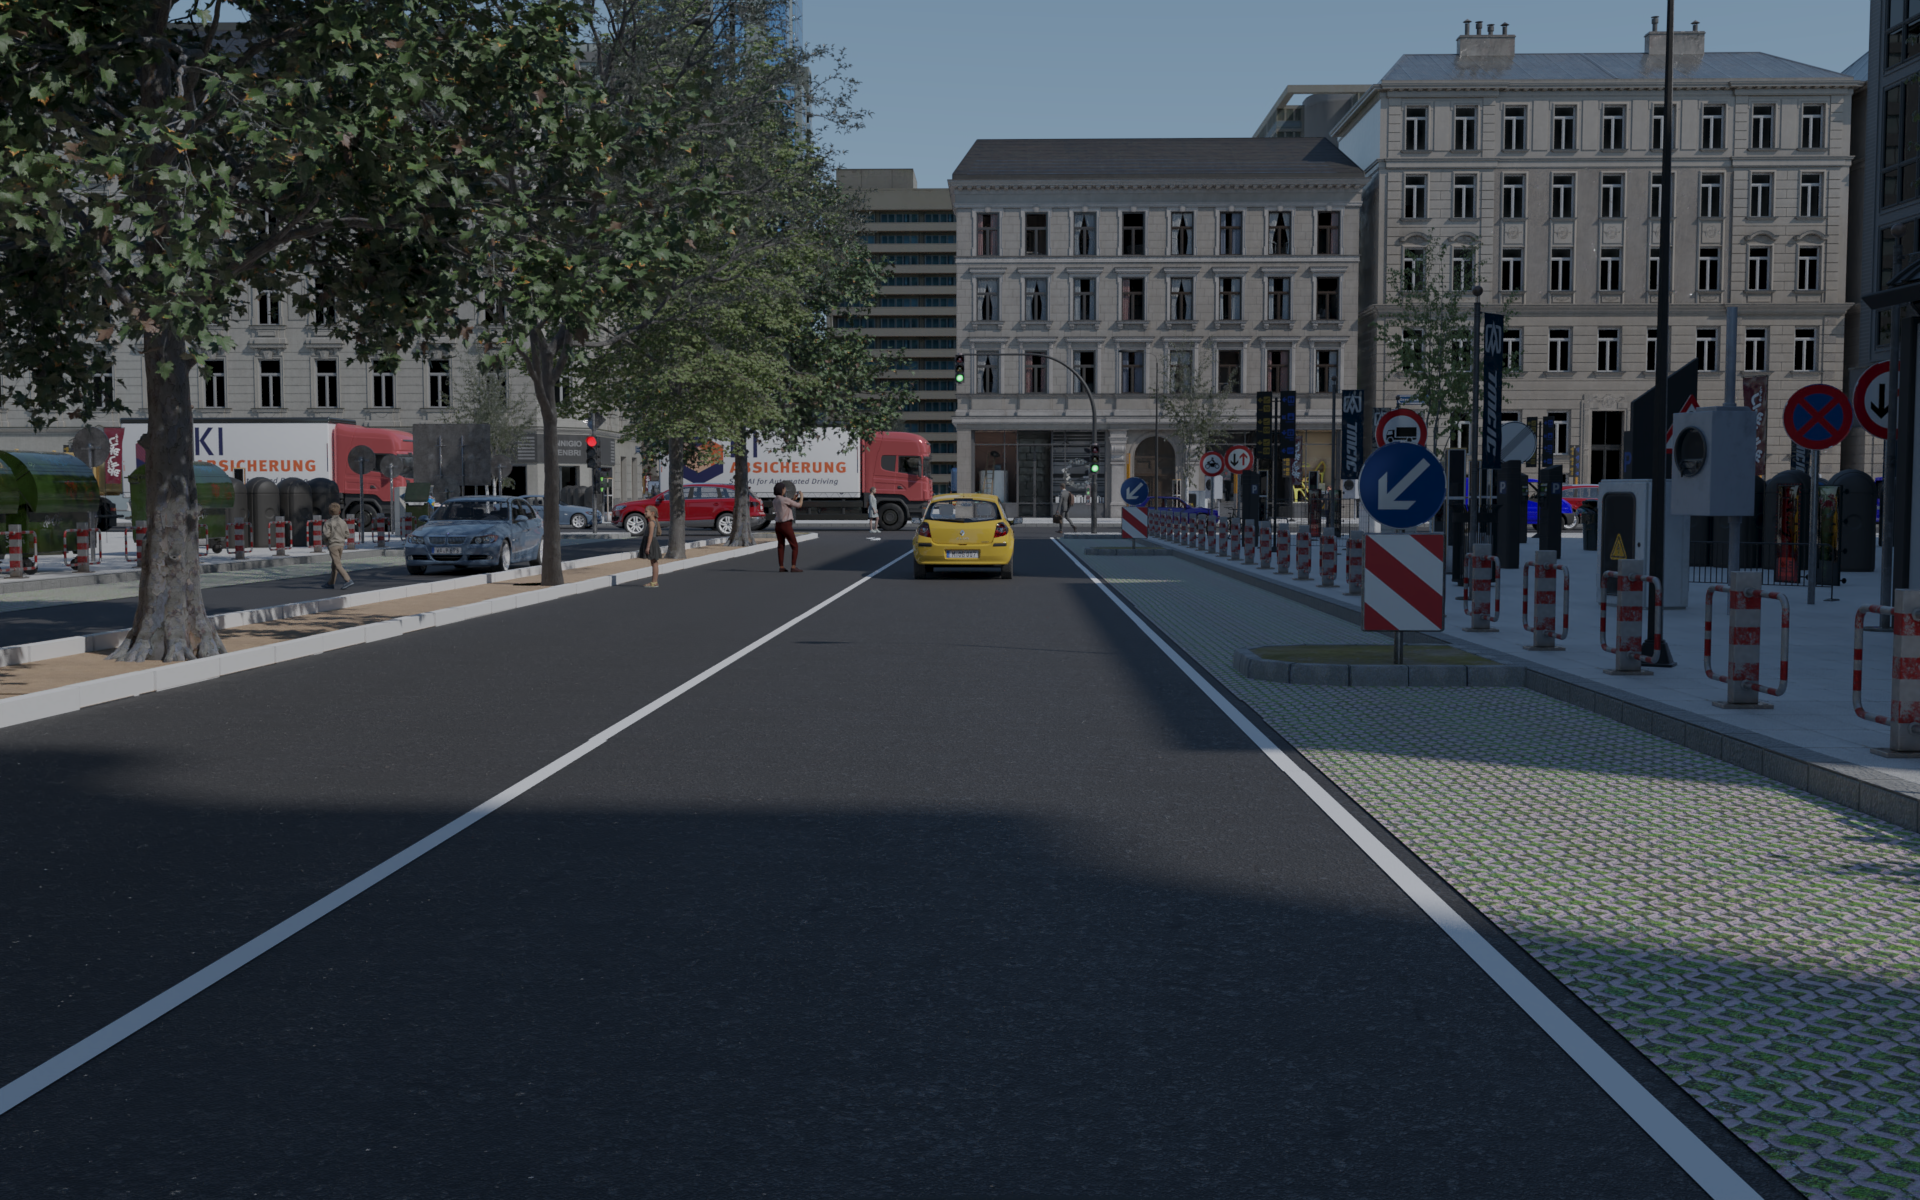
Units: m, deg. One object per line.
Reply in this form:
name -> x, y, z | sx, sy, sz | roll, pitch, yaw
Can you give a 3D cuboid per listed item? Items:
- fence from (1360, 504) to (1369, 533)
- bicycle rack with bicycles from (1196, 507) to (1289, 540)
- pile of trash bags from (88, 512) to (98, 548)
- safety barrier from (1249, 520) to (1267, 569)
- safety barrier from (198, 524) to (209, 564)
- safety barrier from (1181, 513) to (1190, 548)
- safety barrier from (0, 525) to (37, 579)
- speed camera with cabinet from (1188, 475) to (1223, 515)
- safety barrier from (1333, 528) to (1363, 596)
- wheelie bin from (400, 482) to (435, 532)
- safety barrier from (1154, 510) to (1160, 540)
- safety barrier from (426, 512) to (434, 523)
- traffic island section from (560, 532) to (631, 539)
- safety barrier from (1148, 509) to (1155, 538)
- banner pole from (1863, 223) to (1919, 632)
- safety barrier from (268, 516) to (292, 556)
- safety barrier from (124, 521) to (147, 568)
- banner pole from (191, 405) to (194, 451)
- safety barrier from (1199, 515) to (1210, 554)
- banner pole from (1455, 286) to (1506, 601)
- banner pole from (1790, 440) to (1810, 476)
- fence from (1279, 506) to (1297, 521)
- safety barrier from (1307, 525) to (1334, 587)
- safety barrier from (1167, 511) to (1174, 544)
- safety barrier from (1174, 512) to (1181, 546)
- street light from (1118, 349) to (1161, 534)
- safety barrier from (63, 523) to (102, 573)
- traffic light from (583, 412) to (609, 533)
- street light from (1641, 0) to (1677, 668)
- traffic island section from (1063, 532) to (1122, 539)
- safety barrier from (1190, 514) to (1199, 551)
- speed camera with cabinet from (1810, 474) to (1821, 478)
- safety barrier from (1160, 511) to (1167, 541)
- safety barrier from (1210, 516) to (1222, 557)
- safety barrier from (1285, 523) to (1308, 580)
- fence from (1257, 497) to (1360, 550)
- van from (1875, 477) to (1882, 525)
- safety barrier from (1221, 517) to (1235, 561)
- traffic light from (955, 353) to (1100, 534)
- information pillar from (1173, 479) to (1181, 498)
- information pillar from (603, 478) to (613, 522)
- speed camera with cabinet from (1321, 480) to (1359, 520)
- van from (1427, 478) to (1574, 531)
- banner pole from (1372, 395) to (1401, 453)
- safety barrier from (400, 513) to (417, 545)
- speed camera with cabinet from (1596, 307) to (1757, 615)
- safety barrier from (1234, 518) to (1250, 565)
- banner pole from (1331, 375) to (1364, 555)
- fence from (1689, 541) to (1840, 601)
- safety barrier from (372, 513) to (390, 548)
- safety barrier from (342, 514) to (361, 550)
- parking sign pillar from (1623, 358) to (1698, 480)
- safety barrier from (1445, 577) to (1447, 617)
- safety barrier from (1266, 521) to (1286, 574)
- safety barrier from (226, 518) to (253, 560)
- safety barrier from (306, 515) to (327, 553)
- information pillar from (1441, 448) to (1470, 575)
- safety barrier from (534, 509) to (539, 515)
fence -> 10.186, -2.160, 46.522 | 0.480, 1.192, 2.264 | -2, 4, -34
bicycle rack with bicycles -> 8.074, -2.185, 49.104 | 2.852, 0.926, 2.925 | 0, 4, -8
pile of trash bags -> -21.199, -1.879, 40.476 | 1.912, 1.369, 3.447 | -2, 4, -32
safety barrier -> 5.225, -0.938, 29.611 | 0.300, 0.817, 1.120 | 0, 4, 2
safety barrier -> -14.161, -1.084, 32.003 | 0.300, 0.817, 1.120 | 0, 4, 2
safety barrier -> 5.529, -1.643, 41.134 | 0.300, 0.817, 1.120 | 0, 4, 2
safety barrier -> -14.313, -0.732, 26.251 | 0.300, 0.817, 1.120 | 0, 4, 2
speed camera with cabinet -> 11.959, -5.535, 84.833 | 0.660, 3.252, 2.038 | -2, 4, -34
safety barrier -> 5.013, -0.468, 21.922 | 0.300, 0.817, 1.120 | 0, 4, 2
wheelie bin -> -14.740, -2.399, 47.124 | 0.980, 1.594, 0.693 | 0, 4, -3
safety barrier -> 5.737, -2.112, 48.814 | 0.300, 0.817, 1.120 | 0, 4, 2
safety barrier -> -13.802, -1.906, 45.435 | 0.300, 0.817, 1.120 | 0, 4, 2
traffic island section -> -11.933, -2.094, 56.516 | 2.009, 0.180, 2.903 | 0, 4, 2
safety barrier -> 5.785, -2.230, 50.732 | 0.300, 0.817, 1.120 | 0, 4, 2
banner pole -> 8.695, -1.583, 15.893 | 0.401, 3.779, 0.863 | 0, 4, -4
safety barrier -> -14.063, -1.319, 35.836 | 0.300, 0.817, 1.120 | 0, 4, 2
safety barrier -> -14.214, -0.967, 30.087 | 0.300, 0.817, 1.120 | 0, 4, 2
banner pole -> -21.659, -3.601, 48.886 | 0.401, 3.779, 0.863 | -2, 4, -28
safety barrier -> 5.427, -1.408, 37.292 | 0.300, 0.817, 1.120 | 0, 4, 2
banner pole -> 6.382, -1.899, 21.061 | 0.863, 3.779, 0.401 | -3, 5, -43
banner pole -> 21.917, -3.352, 44.819 | 0.863, 3.779, 0.401 | 1, 4, 17
fence -> 15.652, -4.135, 82.980 | 0.278, 0.683, 2.069 | 2, 4, 31
safety barrier -> 5.069, -0.585, 23.846 | 0.300, 0.817, 1.120 | 0, 4, 2
safety barrier -> 5.633, -1.878, 44.973 | 0.300, 0.817, 1.120 | 0, 4, 2
safety barrier -> 5.581, -1.760, 43.057 | 0.300, 0.817, 1.120 | 0, 4, 2
street light -> 5.758, -5.075, 55.516 | 1.470, 5.913, 1.316 | 0, 4, 2
safety barrier -> -14.264, -0.850, 28.167 | 0.300, 0.817, 1.120 | 0, 4, 2
traffic light -> -11.893, -4.126, 56.380 | 0.839, 4.253, 0.868 | 0, 4, 2
street light -> 4.658, -2.463, 12.806 | 1.470, 5.913, 1.316 | 0, 4, 2
traffic island section -> 4.353, -2.067, 56.077 | 2.009, 0.180, 2.903 | 0, 4, 2
safety barrier -> 5.476, -1.526, 39.218 | 0.300, 0.817, 1.120 | 0, 4, 2
speed camera with cabinet -> 39.756, -5.268, 80.467 | 0.660, 3.252, 2.038 | 3, 4, 37
safety barrier -> 5.681, -1.995, 46.891 | 0.300, 0.817, 1.120 | 0, 4, 2
safety barrier -> 5.376, -1.290, 35.366 | 0.300, 0.817, 1.120 | 0, 4, 2
safety barrier -> 5.114, -0.704, 25.779 | 0.300, 0.817, 1.120 | 0, 4, 2
fence -> 8.056, -1.776, 40.248 | 2.264, 1.192, 0.480 | 2, 4, 34
van -> 34.946, -3.447, 60.738 | 5.245, 2.365, 2.240 | 0, 4, 2
safety barrier -> 5.322, -1.173, 33.450 | 0.300, 0.817, 1.120 | 0, 4, 2
traffic light -> 2.220, -4.967, 55.879 | 4.771, 5.953, 1.251 | 0, 4, 2
information pillar -> 10.890, -5.049, 87.037 | 0.304, 2.012, 0.304 | -3, 5, -42
information pillar -> -16.174, -4.597, 79.655 | 0.304, 2.012, 0.304 | 3, 5, 41
speed camera with cabinet -> 18.972, -5.662, 86.915 | 2.038, 3.252, 0.660 | 2, 4, 35
van -> 20.419, -3.727, 65.319 | 5.245, 2.365, 2.240 | 0, 4, 2
banner pole -> 10.876, -3.305, 44.058 | 0.863, 3.779, 0.401 | 1, 4, 12
safety barrier -> -13.857, -1.789, 43.519 | 0.300, 0.817, 1.120 | 0, 4, 2
speed camera with cabinet -> 7.831, -1.510, 19.031 | 0.660, 3.252, 2.038 | -1, 4, -12
safety barrier -> 5.271, -1.055, 31.527 | 0.300, 0.817, 1.120 | 0, 4, 2
banner pole -> 8.103, -2.845, 36.530 | 0.863, 3.779, 0.401 | 0, 4, 2
fence -> 9.775, -0.373, 21.481 | 2.069, 0.683, 0.278 | 3, 5, 45
safety barrier -> -13.909, -1.671, 41.603 | 0.300, 0.817, 1.120 | 0, 4, 2
safety barrier -> -13.958, -1.554, 39.685 | 0.300, 0.817, 1.120 | 0, 4, 2
parking sign pillar -> 13.907, -2.812, 34.443 | 1.447, 3.967, 1.447 | 0, 4, -4
safety barrier -> 4.913, -0.232, 18.073 | 0.300, 0.817, 1.120 | 0, 4, 2
safety barrier -> 5.172, -0.821, 27.694 | 0.300, 0.817, 1.120 | 0, 4, 2
safety barrier -> -14.110, -1.201, 33.919 | 0.300, 0.817, 1.120 | 0, 4, 2
safety barrier -> -14.007, -1.436, 37.761 | 0.300, 0.817, 1.120 | 0, 4, 2
information pillar -> 7.902, -1.417, 27.663 | 0.304, 2.012, 0.304 | 0, 4, 8
safety barrier -> -13.547, -2.493, 55.033 | 0.300, 0.817, 1.120 | 0, 4, 2
